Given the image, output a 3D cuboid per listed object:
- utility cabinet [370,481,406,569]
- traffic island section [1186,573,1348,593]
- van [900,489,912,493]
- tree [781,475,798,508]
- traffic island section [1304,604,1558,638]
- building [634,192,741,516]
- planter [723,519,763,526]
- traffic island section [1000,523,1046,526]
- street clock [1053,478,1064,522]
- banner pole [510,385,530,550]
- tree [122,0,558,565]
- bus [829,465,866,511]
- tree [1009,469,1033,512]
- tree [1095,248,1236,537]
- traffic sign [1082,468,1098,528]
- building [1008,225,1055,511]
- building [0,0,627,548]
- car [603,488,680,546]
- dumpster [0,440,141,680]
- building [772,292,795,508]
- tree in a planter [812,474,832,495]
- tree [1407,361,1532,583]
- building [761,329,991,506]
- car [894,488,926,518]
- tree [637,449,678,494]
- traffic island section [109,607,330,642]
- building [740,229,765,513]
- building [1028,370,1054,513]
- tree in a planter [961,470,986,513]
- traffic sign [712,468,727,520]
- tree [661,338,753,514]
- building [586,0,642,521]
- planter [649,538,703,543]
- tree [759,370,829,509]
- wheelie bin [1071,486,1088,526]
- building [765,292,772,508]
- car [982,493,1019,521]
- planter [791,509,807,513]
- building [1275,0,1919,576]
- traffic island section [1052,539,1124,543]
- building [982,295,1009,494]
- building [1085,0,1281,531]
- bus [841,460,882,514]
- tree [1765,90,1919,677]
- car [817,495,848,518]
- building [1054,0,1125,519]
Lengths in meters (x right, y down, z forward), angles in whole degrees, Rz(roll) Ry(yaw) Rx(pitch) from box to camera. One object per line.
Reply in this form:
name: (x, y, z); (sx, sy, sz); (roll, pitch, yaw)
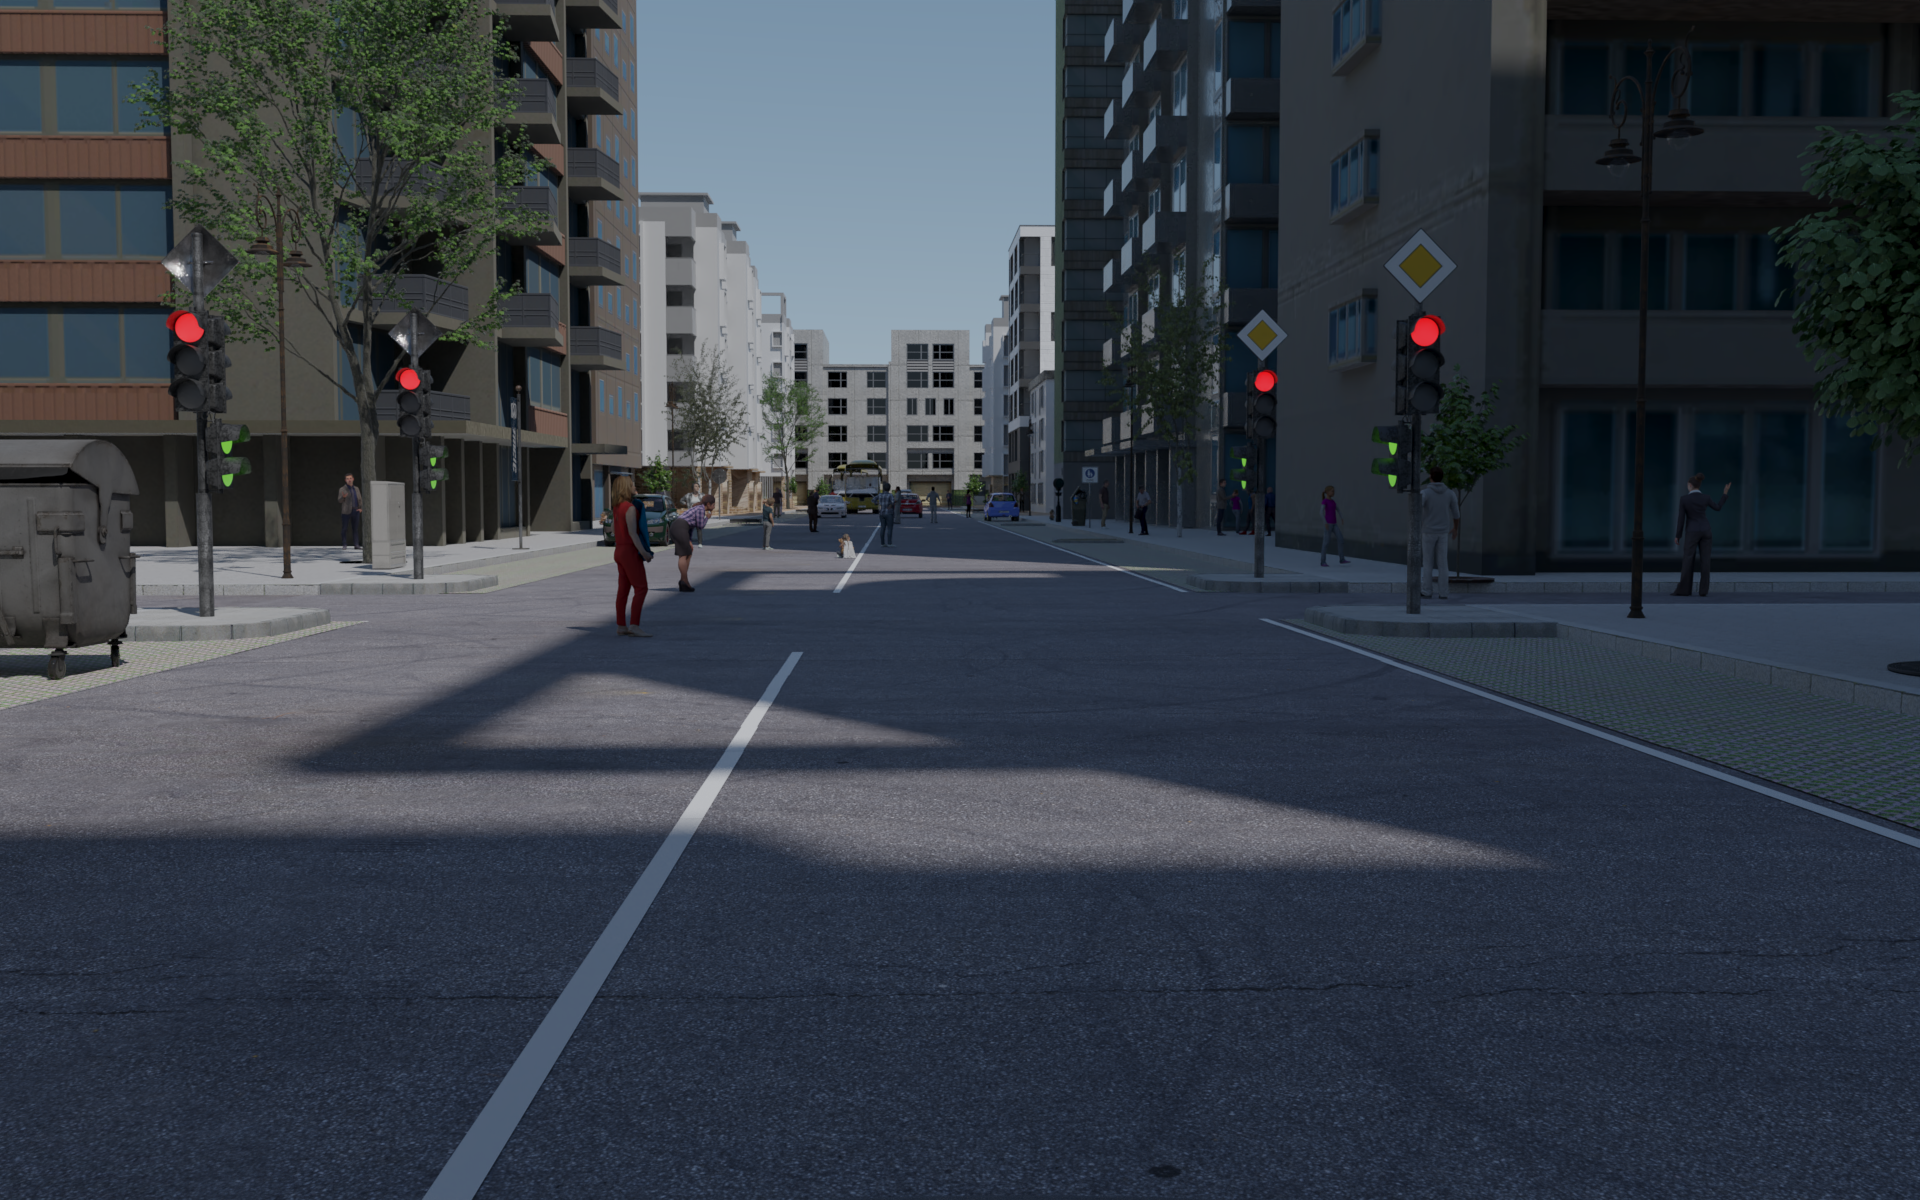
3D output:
utility cabinet: (-9.842, -1.296, 29.872); (0.318, 1.500, 1.173); (0, 4, -5)
traffic island section: (4.609, -0.262, 26.567); (2.009, 0.180, 2.903); (0, 4, -2)
van: (-4.980, -8.992, 154.025); (2.013, 2.044, 4.112); (0, 4, -3)
tree: (-15.198, -9.954, 157.356); (1.663, 3.219, 1.824); (0, 3, 0)
traffic island section: (4.887, 0.226, 18.587); (2.009, 0.180, 2.903); (0, 4, -2)
building: (-22.305, -15.302, 106.604); (16.016, 20.091, 11.380); (0, 4, -2)
planter: (-9.691, -3.517, 78.645); (1.991, 0.319, 1.994); (0, 4, -2)
traffic island section: (2.817, -3.390, 78.286); (1.991, 0.108, 1.994); (0, 4, -2)
street clock: (4.503, -4.563, 79.178); (0.471, 2.002, 0.358); (-2, 4, -35)
banner pole: (-10.186, -3.045, 39.798); (0.401, 3.779, 0.863); (0, 4, 3)
tree: (-10.982, -6.483, 31.753); (9.928, 11.665, 9.643); (0, 3, 0)
bus: (-9.389, -9.619, 148.824); (2.896, 3.916, 12.252); (0, 4, 0)
tree: (4.395, -7.807, 122.250); (1.663, 3.219, 1.824); (0, 3, 0)
tree: (6.293, -6.155, 50.992); (4.737, 8.622, 4.395); (0, 3, 0)
traffic sign: (4.901, -3.866, 65.333); (0.606, 2.300, 0.079); (0, 4, 4)
building: (17.903, -18.621, 148.430); (27.936, 21.610, 32.646); (0, 4, -2)
building: (-22.755, -24.389, 53.377); (22.147, 44.769, 28.867); (0, 4, -2)
car: (-8.828, -2.356, 48.302); (2.009, 1.686, 4.222); (0, 4, -1)
dumpster: (-7.648, -0.336, 13.703); (1.865, 1.857, 1.264); (0, 4, -1)
building: (-22.056, -19.110, 168.863); (11.380, 20.091, 16.016); (0, 4, -2)
tree in a planter: (-12.341, -9.635, 154.748); (1.991, 3.239, 1.994); (0, 4, -2)
tree: (7.242, -1.889, 25.490); (1.663, 3.219, 1.824); (0, 3, 0)
building: (-7.687, -20.084, 194.836); (31.486, 18.905, 16.747); (0, 4, -2)
car: (-3.156, -5.861, 104.862); (2.155, 1.783, 4.494); (0, 4, -1)
tree: (-12.970, -4.894, 74.614); (1.663, 3.219, 1.824); (0, 3, 0)
traffic island section: (-7.906, 0.253, 18.147); (2.009, 0.180, 2.903); (0, 4, -2)
building: (-21.999, -15.998, 117.980); (16.016, 20.091, 11.380); (0, 4, -2)
building: (10.217, -10.728, 117.557); (9.099, 9.664, 28.070); (0, 4, -2)
tree in a planter: (1.038, -8.048, 128.799); (1.991, 3.239, 1.994); (0, 4, -2)
traffic sign: (-11.966, -5.260, 86.110); (0.768, 2.556, 0.104); (0, 4, 8)
tree: (-12.355, -8.083, 82.522); (4.360, 8.622, 3.978); (0, 3, 0)
building: (-24.170, -26.706, 86.756); (14.600, 45.320, 14.200); (0, 4, -2)
planter: (-8.744, -1.870, 51.718); (1.991, 0.319, 1.994); (0, 4, -2)
tree: (-14.721, -13.502, 146.513); (9.928, 11.665, 9.643); (0, 3, 0)
wheelie bin: (4.785, -3.771, 69.564); (0.693, 1.594, 0.980); (0, 4, 2)
building: (-22.870, -16.751, 130.294); (16.016, 20.091, 11.380); (0, 4, -2)
car: (2.177, -5.007, 91.456); (1.945, 1.707, 3.694); (0, 4, -3)
planter: (-11.408, -6.530, 127.909); (1.991, 0.319, 1.994); (0, 4, -2)
building: (18.318, -25.261, 36.725); (21.600, 48.544, 21.300); (0, 4, -2)
traffic island section: (3.746, -1.734, 51.217); (1.991, 0.108, 1.994); (0, 4, -2)
building: (10.289, -19.207, 170.448); (16.016, 20.091, 11.380); (0, 4, -2)
building: (17.979, -27.630, 71.351); (23.786, 49.044, 30.456); (0, 4, -2)
bus: (-7.103, -8.356, 128.170); (2.896, 3.916, 12.252); (0, 4, -2)
tree: (7.336, -1.739, 12.152); (4.285, 4.588, 4.351); (0, 3, 0)
car: (-7.819, -5.665, 104.986); (2.083, 1.381, 4.827); (0, 4, -2)
building: (11.994, -25.078, 93.625); (14.154, 41.232, 14.086); (0, 4, -2)
